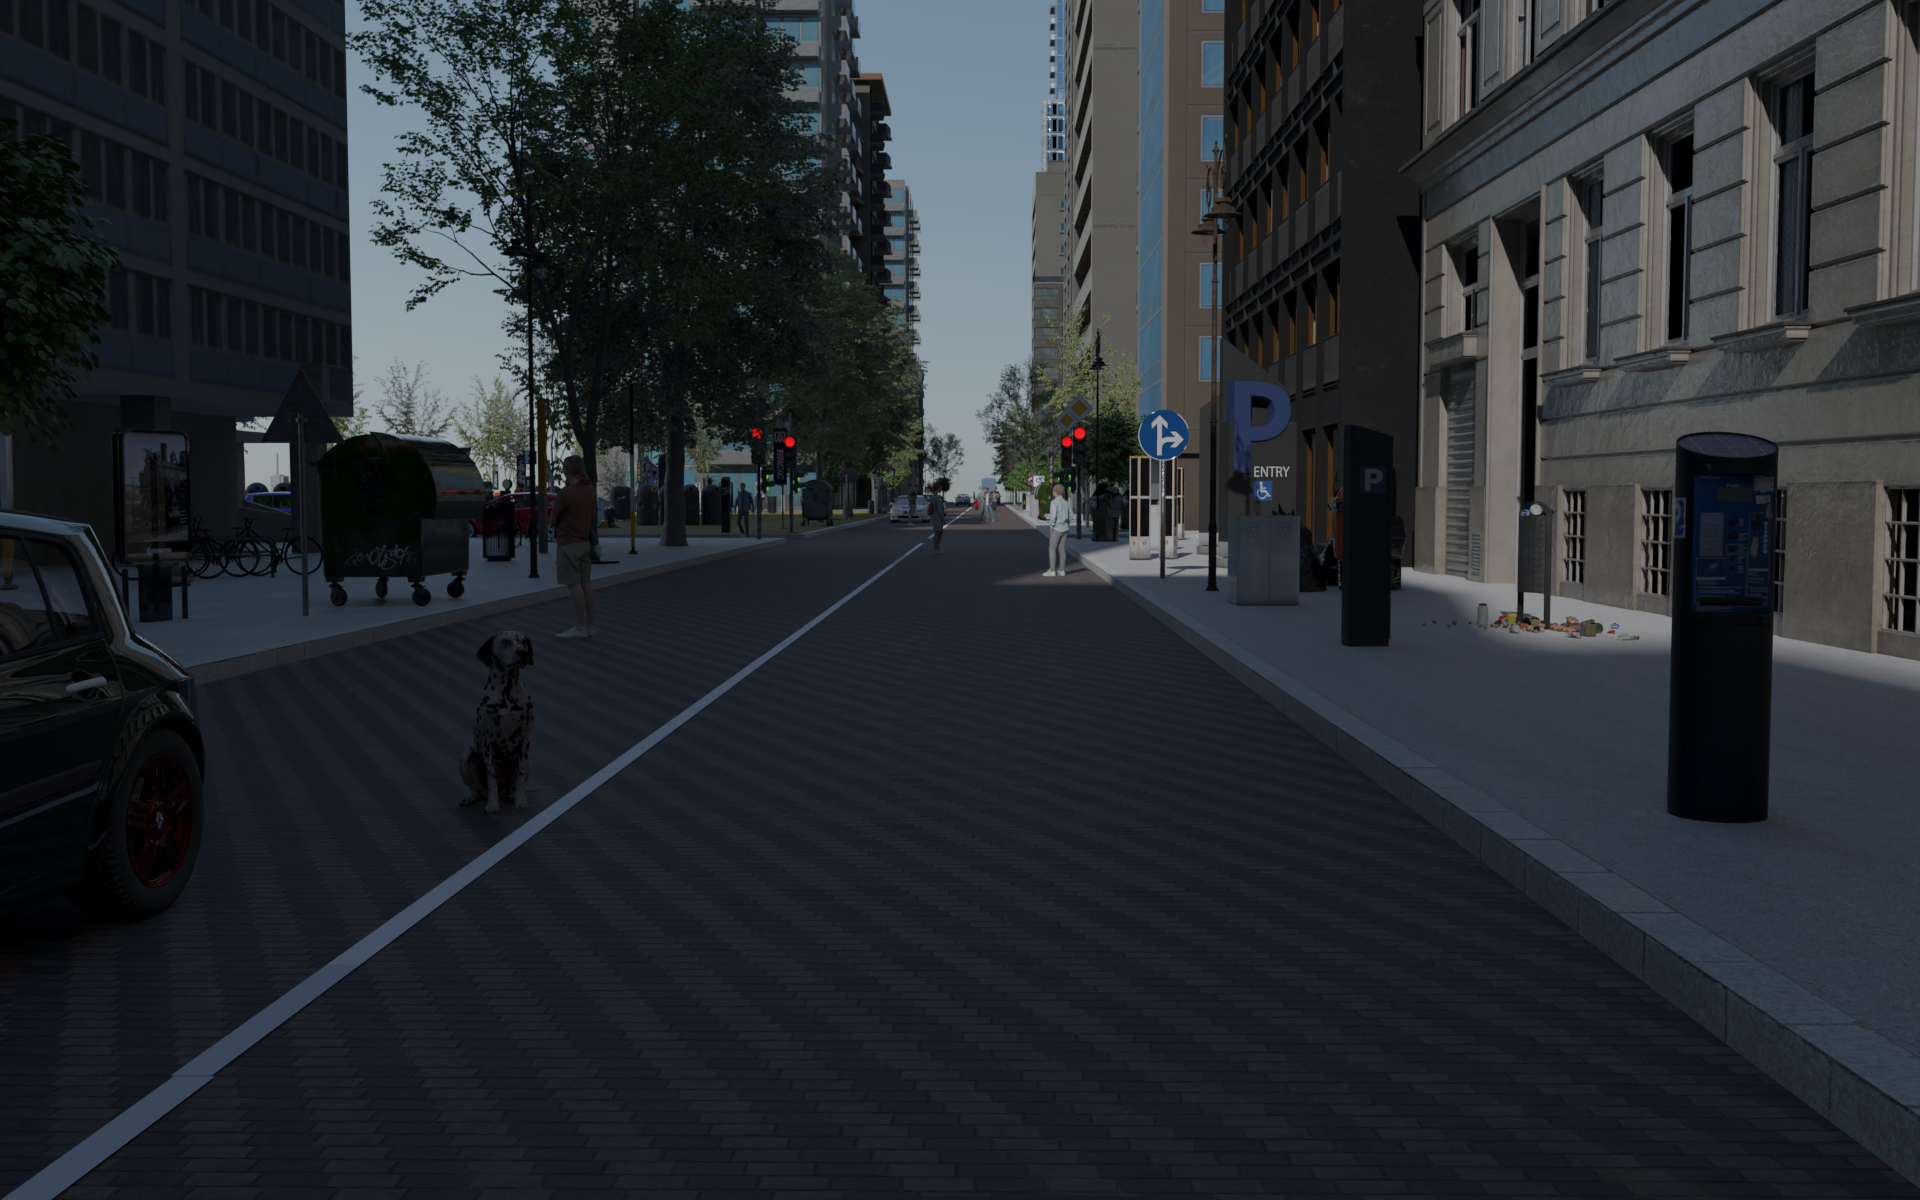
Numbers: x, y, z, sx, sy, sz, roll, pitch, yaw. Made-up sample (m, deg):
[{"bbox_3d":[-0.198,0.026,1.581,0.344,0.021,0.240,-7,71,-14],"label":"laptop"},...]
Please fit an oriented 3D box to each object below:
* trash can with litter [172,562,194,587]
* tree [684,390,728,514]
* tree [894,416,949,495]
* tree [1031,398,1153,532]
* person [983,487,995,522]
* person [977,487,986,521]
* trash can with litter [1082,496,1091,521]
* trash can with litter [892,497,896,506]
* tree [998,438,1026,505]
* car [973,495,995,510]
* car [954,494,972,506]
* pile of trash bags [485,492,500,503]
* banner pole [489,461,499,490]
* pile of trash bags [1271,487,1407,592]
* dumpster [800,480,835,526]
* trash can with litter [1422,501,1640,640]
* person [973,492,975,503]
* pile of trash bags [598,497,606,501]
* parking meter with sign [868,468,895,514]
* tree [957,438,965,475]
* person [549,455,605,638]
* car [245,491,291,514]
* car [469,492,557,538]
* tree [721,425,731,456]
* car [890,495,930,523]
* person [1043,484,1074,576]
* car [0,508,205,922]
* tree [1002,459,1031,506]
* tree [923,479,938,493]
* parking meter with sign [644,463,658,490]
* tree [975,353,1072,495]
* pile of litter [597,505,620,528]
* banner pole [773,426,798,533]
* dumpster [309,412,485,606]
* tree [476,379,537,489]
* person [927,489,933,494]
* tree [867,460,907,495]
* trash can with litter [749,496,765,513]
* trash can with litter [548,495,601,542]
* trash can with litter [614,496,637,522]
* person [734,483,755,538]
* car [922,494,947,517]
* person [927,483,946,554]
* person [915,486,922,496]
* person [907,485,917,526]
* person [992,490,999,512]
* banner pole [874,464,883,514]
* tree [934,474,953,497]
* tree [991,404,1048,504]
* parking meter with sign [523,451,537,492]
[{"bbox_3d":[-11.076,-0.791,24.318,1.055,1.170,0.624,3,5,43],"label":"trash can with litter"},{"bbox_3d":[-16.993,-9.959,113.194,4.360,8.622,3.978,0,3,0],"label":"tree"},{"bbox_3d":[-4.703,-16.160,198.631,7.601,10.594,8.767,0,4,5],"label":"tree"},{"bbox_3d":[5.251,-4.632,59.441,4.285,4.588,4.351,0,3,0],"label":"tree"},{"bbox_3d":[1.488,-4.967,90.056,0.623,1.781,0.721,1,4,22],"label":"person"},{"bbox_3d":[1.228,-5.223,93.996,0.391,1.810,0.635,2,4,35],"label":"person"},{"bbox_3d":[6.208,-4.335,82.262,0.624,1.170,1.055,-1,4,-20],"label":"trash can with litter"},{"bbox_3d":[-4.666,-6.934,124.754,1.055,1.170,0.624,0,4,2],"label":"trash can with litter"},{"bbox_3d":[6.472,-15.540,204.447,4.360,8.622,3.978,0,3,0],"label":"tree"},{"bbox_3d":[2.259,-9.009,156.339,2.155,1.783,4.494,0,4,2],"label":"car"},{"bbox_3d":[0.373,-11.899,206.339,2.131,1.459,4.920,0,4,1],"label":"car"},{"bbox_3d":[-24.341,-5.084,92.881,1.912,1.369,3.447,-3,4,-37],"label":"pile of trash bags"},{"bbox_3d":[-34.593,-8.462,128.378,0.863,3.779,0.401,-2,4,-26],"label":"banner pole"},{"bbox_3d":[4.960,-0.809,22.975,1.912,1.369,3.447,0,4,4],"label":"pile of trash bags"},{"bbox_3d":[-5.739,-3.904,69.583,1.264,1.857,1.865,0,4,1],"label":"dumpster"},{"bbox_3d":[5.468,-0.313,16.183,1.678,1.210,2.233,-1,4,-11],"label":"trash can with litter"},{"bbox_3d":[2.143,-15.806,266.906,0.705,1.826,1.348,0,4,-7],"label":"person"},{"bbox_3d":[-19.991,-5.667,102.410,3.447,1.369,1.912,1,4,19],"label":"pile of trash bags"},{"bbox_3d":[-5.191,-7.225,114.390,1.738,3.016,0.543,-1,4,-20],"label":"parking meter with sign"},{"bbox_3d":[-2.643,-22.120,287.422,9.928,11.665,9.643,0,3,0],"label":"tree"},{"bbox_3d":[-3.852,-0.546,17.396,0.573,1.828,0.580,-2,4,-25],"label":"person"},{"bbox_3d":[-20.713,-2.725,54.146,3.694,1.707,1.945,0,4,1],"label":"car"},{"bbox_3d":[-13.519,-2.669,52.684,4.494,1.783,2.155,0,4,2],"label":"car"},{"bbox_3d":[-18.139,-10.408,120.525,4.737,8.622,4.395,0,3,0],"label":"tree"},{"bbox_3d":[-2.495,-4.615,87.813,2.083,1.381,4.827,0,4,2],"label":"car"},{"bbox_3d":[1.732,-1.229,30.397,0.589,1.601,0.330,-3,4,-37],"label":"person"},{"bbox_3d":[-3.616,0.320,4.555,2.009,1.686,4.222,0,4,2],"label":"car"},{"bbox_3d":[5.846,-9.725,142.711,4.285,4.588,4.351,0,3,0],"label":"tree"},{"bbox_3d":[-3.970,-14.209,226.913,1.663,3.219,1.824,0,3,0],"label":"tree"},{"bbox_3d":[-16.933,-6.193,97.523,1.738,3.016,0.543,2,4,28],"label":"parking meter with sign"},{"bbox_3d":[4.990,-10.991,114.114,8.767,10.594,7.601,0,4,8],"label":"tree"},{"bbox_3d":[-13.517,-3.166,65.733,1.176,0.858,1.719,-1,4,-17],"label":"pile of litter"},{"bbox_3d":[-5.834,-4.141,57.729,0.863,3.779,0.401,0,4,5],"label":"banner pole"},{"bbox_3d":[-6.641,-1.102,20.510,1.502,2.255,1.985,0,4,1],"label":"dumpster"},{"bbox_3d":[-28.951,-9.828,111.046,4.360,8.622,3.978,0,3,0],"label":"tree"},{"bbox_3d":[-2.093,-6.920,121.828,0.592,1.802,0.473,3,5,40],"label":"person"},{"bbox_3d":[-5.901,-9.481,138.731,4.285,4.588,4.351,0,3,0],"label":"tree"},{"bbox_3d":[-13.999,-6.487,117.119,1.678,1.210,2.233,2,4,26],"label":"trash can with litter"},{"bbox_3d":[-10.624,-2.175,46.616,1.678,1.210,2.233,0,4,1],"label":"trash can with litter"},{"bbox_3d":[-15.179,-4.206,79.822,2.233,1.210,1.678,-1,4,-18],"label":"trash can with litter"},{"bbox_3d":[-6.693,-2.746,53.747,0.601,1.785,0.444,1,4,17],"label":"person"},{"bbox_3d":[-1.802,-6.035,108.456,2.009,1.686,4.222,0,4,3],"label":"car"},{"bbox_3d":[-0.549,-1.962,41.585,0.522,1.701,0.512,-1,4,-21],"label":"person"},{"bbox_3d":[-2.455,-5.475,97.370,0.474,1.900,0.648,2,4,24],"label":"person"},{"bbox_3d":[-2.185,-4.295,78.698,0.573,1.828,0.580,-3,5,-40],"label":"person"},{"bbox_3d":[2.777,-7.908,138.319,0.617,1.759,0.750,1,4,19],"label":"person"},{"bbox_3d":[-5.123,-7.318,109.671,0.863,3.779,0.401,2,4,32],"label":"banner pole"},{"bbox_3d":[-2.687,-18.020,278.335,4.285,4.588,4.351,0,3,0],"label":"tree"},{"bbox_3d":[7.366,-18.270,216.842,7.486,12.596,7.792,0,3,0],"label":"tree"},{"bbox_3d":[-17.217,-4.465,69.262,0.543,3.016,1.738,-1,4,-12],"label":"parking meter with sign"}]
